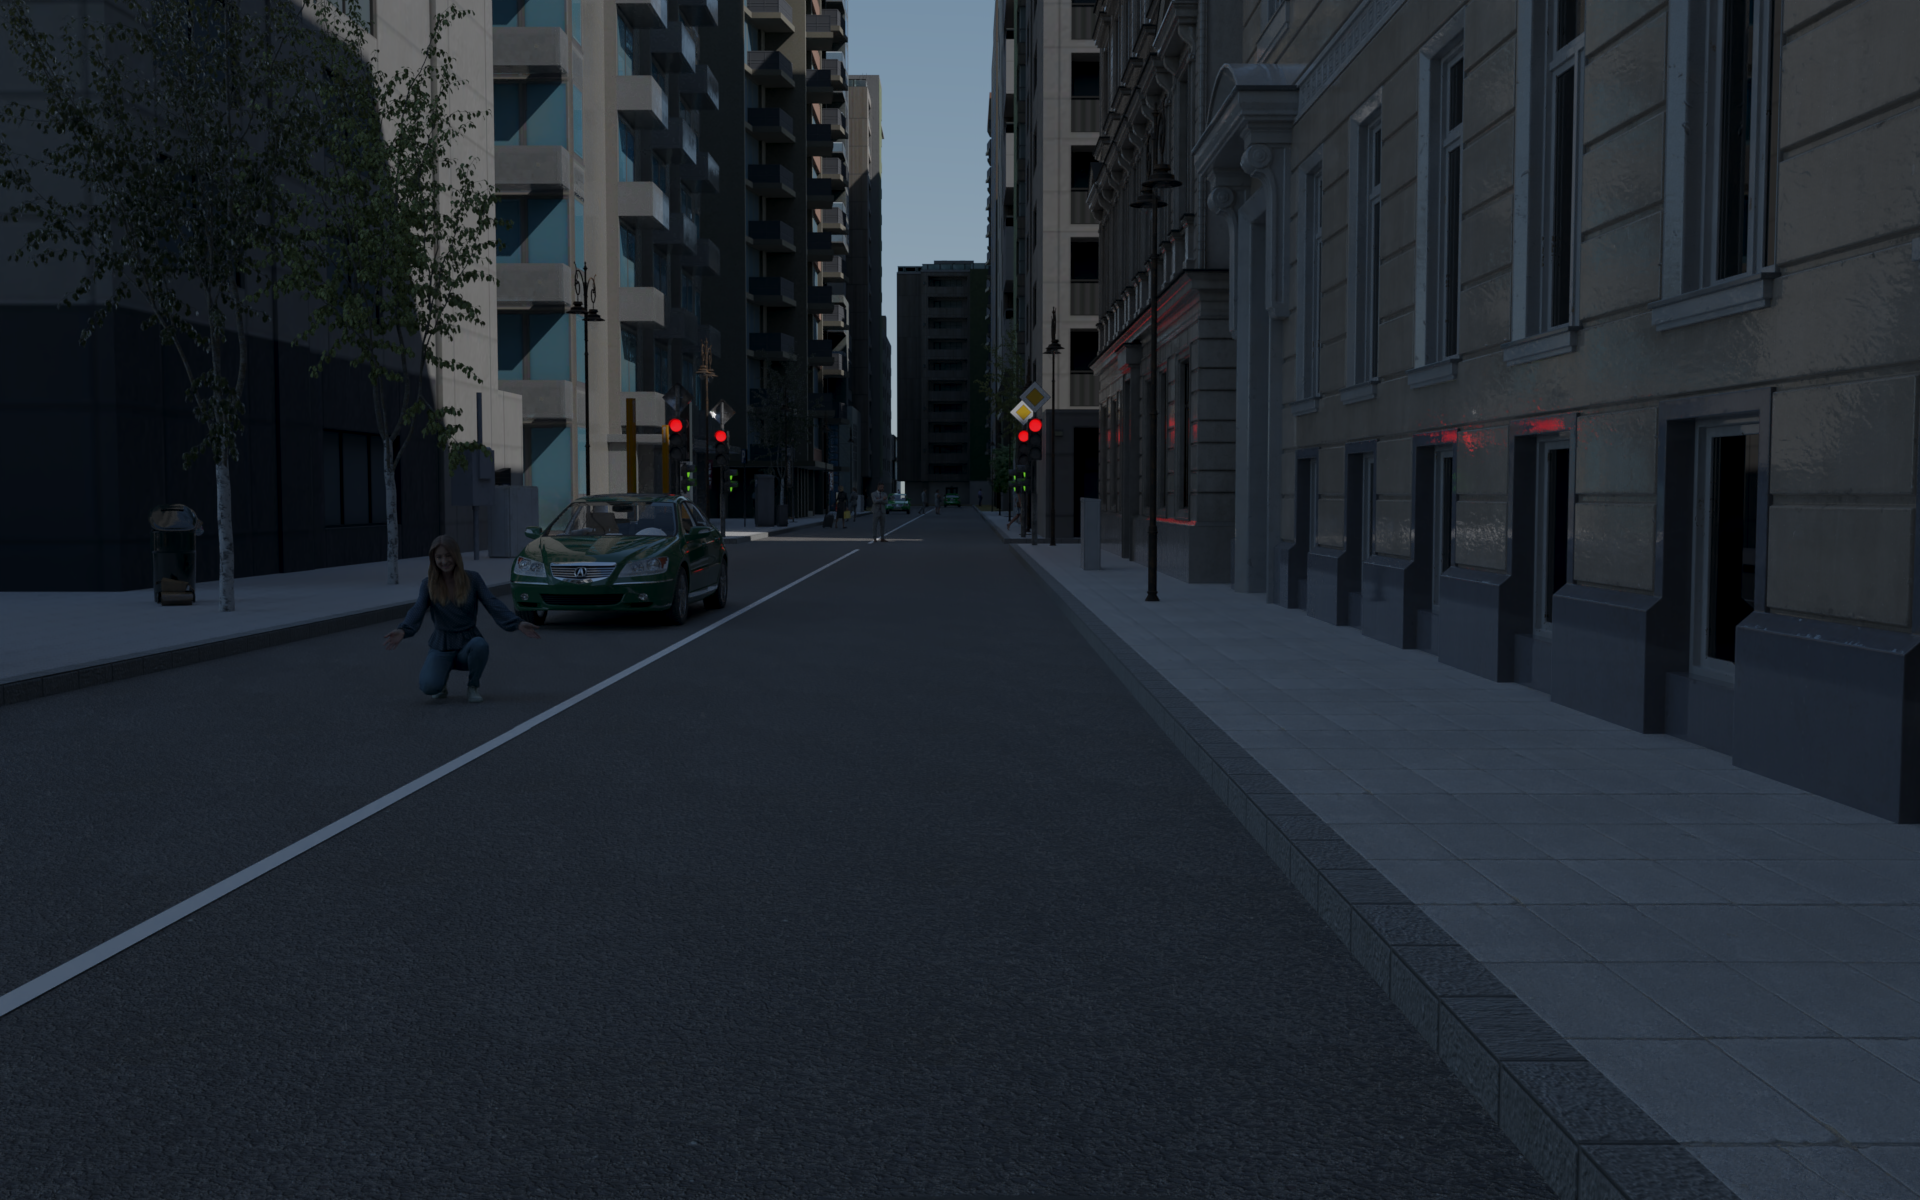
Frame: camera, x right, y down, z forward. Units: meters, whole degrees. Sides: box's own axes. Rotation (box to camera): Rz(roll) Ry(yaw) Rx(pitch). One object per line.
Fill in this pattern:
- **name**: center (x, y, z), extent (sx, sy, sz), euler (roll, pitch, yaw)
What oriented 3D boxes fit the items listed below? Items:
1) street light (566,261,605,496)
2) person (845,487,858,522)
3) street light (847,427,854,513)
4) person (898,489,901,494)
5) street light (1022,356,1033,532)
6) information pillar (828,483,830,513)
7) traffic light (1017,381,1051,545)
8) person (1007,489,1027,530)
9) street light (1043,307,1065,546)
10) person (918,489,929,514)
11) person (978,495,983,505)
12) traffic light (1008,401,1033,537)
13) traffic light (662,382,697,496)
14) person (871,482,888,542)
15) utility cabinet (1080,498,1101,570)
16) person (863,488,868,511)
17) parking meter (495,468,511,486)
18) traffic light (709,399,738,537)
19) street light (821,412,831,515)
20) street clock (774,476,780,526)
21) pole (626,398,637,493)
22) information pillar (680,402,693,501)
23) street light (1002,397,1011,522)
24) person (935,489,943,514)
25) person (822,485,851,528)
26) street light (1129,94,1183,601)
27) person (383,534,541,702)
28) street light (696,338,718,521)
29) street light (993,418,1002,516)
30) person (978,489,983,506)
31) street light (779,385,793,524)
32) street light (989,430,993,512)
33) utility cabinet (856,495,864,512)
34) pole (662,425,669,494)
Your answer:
- **street light**: center (-7.449, -3.781, 34.600), extent (0.468, 5.910, 1.993), euler (0, 3, 0)
- **person**: center (-5.591, -4.941, 89.563), extent (0.573, 1.790, 0.520), euler (2, 4, 32)
- **street light**: center (-7.413, -8.869, 117.790), extent (0.468, 5.910, 1.993), euler (0, 3, 0)
- **person**: center (-7.277, -12.096, 203.673), extent (0.599, 1.838, 0.709), euler (1, 4, 21)
- **street light**: center (2.304, -5.226, 58.231), extent (0.468, 5.910, 1.993), euler (0, 3, 0)
- **information pillar**: center (-9.232, -7.058, 119.887), extent (0.304, 2.012, 0.304), euler (2, 4, 25)
- **traffic light**: center (1.847, -3.322, 43.236), extent (0.839, 4.253, 0.868), euler (0, 3, 0)
- **person**: center (2.027, -3.322, 60.446), extent (0.778, 1.811, 0.616), euler (0, 4, -2)
- **street light**: center (2.309, -4.286, 42.872), extent (0.468, 5.910, 1.993), euler (0, 3, 0)
- **person**: center (-2.553, -7.011, 123.254), extent (0.853, 1.813, 0.709), euler (-1, 4, -22)
- **person**: center (2.293, -11.521, 197.592), extent (0.628, 1.438, 0.799), euler (0, 4, -3)
- **traffic light**: center (1.856, -3.810, 51.221), extent (0.839, 4.253, 0.868), euler (0, 3, 0)
- **traffic light**: center (-7.014, -3.322, 43.231), extent (0.839, 4.253, 0.868), euler (0, 3, 0)
- **person**: center (-2.375, -2.629, 51.663), extent (0.511, 1.800, 0.466), euler (-3, 5, -39)
- **utility cabinet**: center (2.241, -1.130, 29.633), extent (0.306, 1.237, 1.020), euler (0, 4, 1)
- **person**: center (-7.272, -7.793, 134.282), extent (0.721, 1.723, 1.217), euler (-1, 4, -16)
- **parking meter**: center (-10.155, -1.997, 38.368), extent (0.255, 1.863, 0.399), euler (2, 4, 32)
- **traffic light**: center (-7.005, -3.810, 51.216), extent (0.839, 4.253, 0.868), euler (0, 3, 0)
- **street light**: center (-7.400, -7.518, 95.704), extent (0.468, 5.910, 1.993), euler (0, 3, 0)
- **street clock**: center (-7.554, -4.023, 70.352), extent (0.471, 2.002, 0.358), euler (1, 4, 17)
- **pole**: center (-6.991, -2.632, 36.877), extent (0.158, 3.312, 0.155), euler (0, 3, 0)
- **information pillar**: center (-7.009, -3.232, 44.201), extent (0.504, 3.616, 0.183), euler (3, 4, 38)
- **street light**: center (2.323, -6.598, 80.664), extent (0.468, 5.910, 1.993), euler (0, 3, 0)
- **person**: center (-1.456, -6.895, 121.586), extent (0.532, 1.782, 0.716), euler (-1, 4, -23)
- **person**: center (-5.153, -3.906, 72.585), extent (0.699, 1.804, 1.509), euler (-2, 4, -29)
- **street light**: center (2.306, -2.923, 20.585), extent (0.468, 5.910, 1.993), euler (0, 3, 0)
- **person**: center (-3.409, 0.125, 11.959), extent (1.012, 1.151, 0.738), euler (-1, 4, -11)
- **street light**: center (-7.512, -4.812, 51.460), extent (0.468, 5.910, 1.993), euler (0, 3, 0)
- **street light**: center (2.382, -7.992, 103.460), extent (0.468, 5.910, 1.993), euler (0, 3, 0)
- **person**: center (2.221, -10.672, 180.396), extent (0.599, 1.838, 0.709), euler (-2, 4, -27)
- **street light**: center (-7.378, -6.163, 73.546), extent (0.468, 5.910, 1.993), euler (0, 3, 0)
- **street light**: center (2.343, -9.343, 125.546), extent (0.468, 5.910, 1.993), euler (0, 3, 0)
- **utility cabinet**: center (-7.166, -6.826, 122.773), extent (0.306, 1.237, 1.020), euler (-2, 4, -33)
- **pole**: center (-8.720, -3.516, 51.331), extent (0.158, 3.312, 0.155), euler (0, 3, 0)
